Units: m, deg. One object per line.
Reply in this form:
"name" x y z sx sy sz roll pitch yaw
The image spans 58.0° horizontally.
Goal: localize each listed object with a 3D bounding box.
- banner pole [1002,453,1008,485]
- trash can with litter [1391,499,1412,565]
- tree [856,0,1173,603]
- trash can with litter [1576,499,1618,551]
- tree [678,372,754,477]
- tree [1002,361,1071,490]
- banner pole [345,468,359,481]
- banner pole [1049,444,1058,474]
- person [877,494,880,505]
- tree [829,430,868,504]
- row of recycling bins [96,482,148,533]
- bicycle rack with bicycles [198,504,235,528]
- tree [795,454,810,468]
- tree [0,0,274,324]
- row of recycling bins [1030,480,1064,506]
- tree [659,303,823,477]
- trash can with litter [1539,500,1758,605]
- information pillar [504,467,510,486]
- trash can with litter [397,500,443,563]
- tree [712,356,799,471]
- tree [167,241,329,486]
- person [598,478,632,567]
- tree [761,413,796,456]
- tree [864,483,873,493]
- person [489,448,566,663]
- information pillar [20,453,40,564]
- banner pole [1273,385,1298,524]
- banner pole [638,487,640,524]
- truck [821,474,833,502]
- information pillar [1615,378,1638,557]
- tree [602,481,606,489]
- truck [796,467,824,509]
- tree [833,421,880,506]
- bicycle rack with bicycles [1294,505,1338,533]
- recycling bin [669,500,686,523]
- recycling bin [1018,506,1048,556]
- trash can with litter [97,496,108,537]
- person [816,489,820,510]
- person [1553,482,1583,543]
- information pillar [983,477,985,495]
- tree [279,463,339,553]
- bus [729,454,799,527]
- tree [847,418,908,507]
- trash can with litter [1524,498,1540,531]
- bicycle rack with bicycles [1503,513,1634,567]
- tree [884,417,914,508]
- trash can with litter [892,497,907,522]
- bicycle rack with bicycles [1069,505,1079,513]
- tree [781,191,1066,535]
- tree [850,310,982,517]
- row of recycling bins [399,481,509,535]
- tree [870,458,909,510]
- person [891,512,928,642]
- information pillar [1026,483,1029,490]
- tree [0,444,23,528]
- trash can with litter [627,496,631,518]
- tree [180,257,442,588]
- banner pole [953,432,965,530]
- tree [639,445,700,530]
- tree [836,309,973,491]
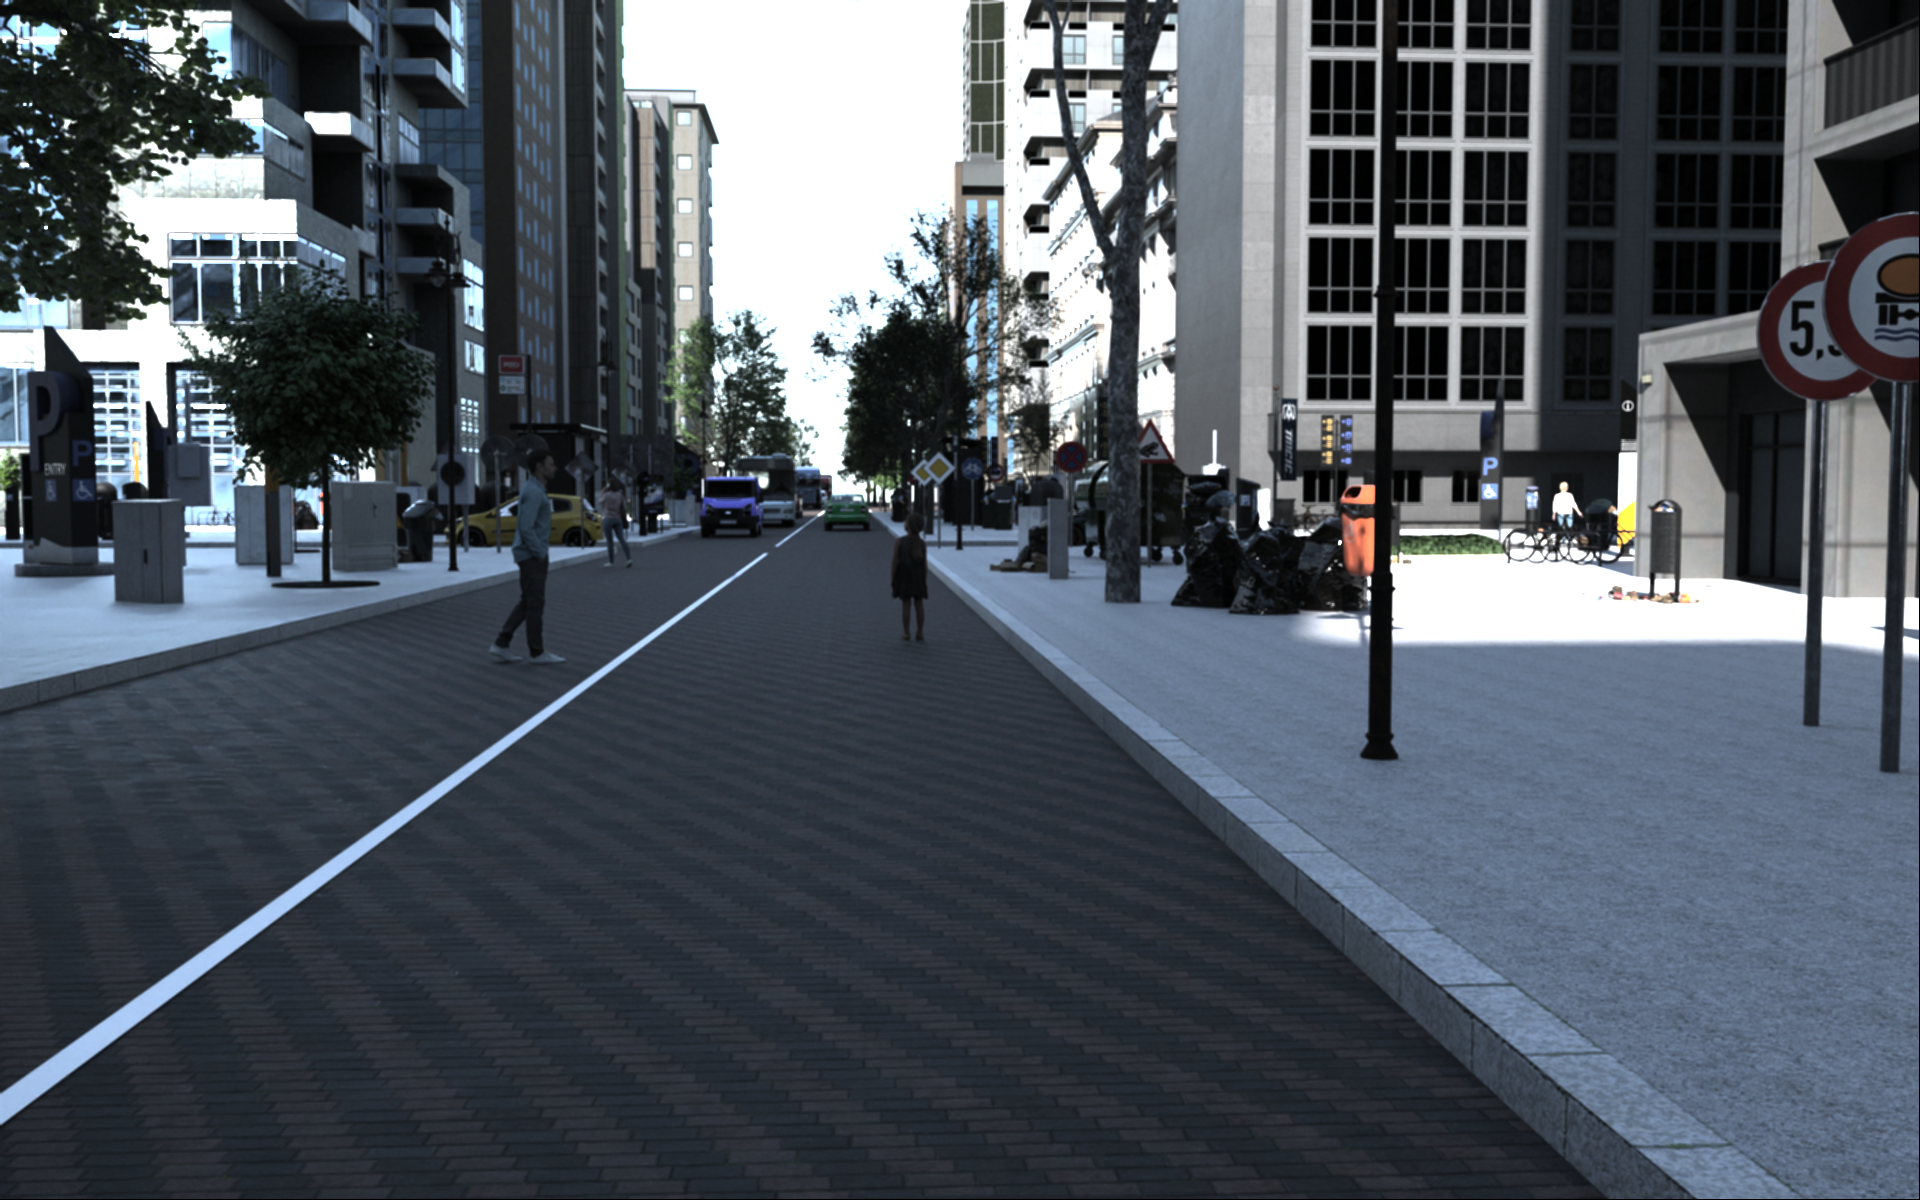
"banner pole" 2.748 -7.123 106.477 0.401 3.779 0.863 2 4 27
"trash can with litter" 7.426 -1.275 31.901 2.233 1.210 1.678 0 4 -4
"tree" 2.958 -10.102 21.057 12.611 20.169 13.585 0 3 0
"trash can with litter" 14.464 -1.711 39.362 0.624 1.170 1.055 3 5 43
"tree" -14.666 -9.362 103.429 4.360 8.622 3.978 0 3 0
"tree" 4.143 -8.956 96.799 4.360 8.622 3.978 0 3 0
"banner pole" -23.238 -4.654 66.114 0.401 3.779 0.863 2 4 28
"banner pole" 4.701 -5.942 87.167 0.401 3.779 0.863 3 5 43
"person" -9.564 -11.798 204.624 0.599 1.433 0.991 2 4 33
"tree" -12.642 -19.881 235.416 12.009 13.543 11.850 0 3 0
"row of recycling bins" -28.724 -3.071 57.326 3.534 1.692 1.069 -1 4 -9
"bicycle rack with bicycles" -27.344 -3.202 65.735 2.852 0.926 2.925 1 4 15
"tree" -25.720 -20.216 280.893 4.737 8.622 4.395 0 3 0
"tree" -8.363 -5.642 10.378 7.486 12.596 7.792 0 3 0
"row of recycling bins" 2.604 -2.755 52.154 1.069 1.692 3.534 0 4 2
"tree" -12.641 -10.280 93.830 9.928 11.665 9.643 0 3 0
"trash can with litter" 8.415 -0.608 20.995 1.678 1.210 2.233 -1 4 -11
"information pillar" -22.511 -5.799 86.176 0.183 3.616 0.504 1 4 12
"trash can with litter" -10.269 -1.295 32.565 0.624 1.170 1.055 1 4 20
"tree" -17.017 -13.716 142.381 7.486 12.596 7.792 0 3 0
"tree" -20.038 -6.079 49.760 4.737 8.622 4.395 0 3 0
"person" -6.742 -1.526 34.042 0.593 1.750 0.643 -3 5 -40
"tree" -16.402 -12.281 151.149 4.360 8.622 3.978 0 3 0
"tree" -14.759 -17.481 280.417 1.663 3.219 1.824 0 3 0
"person" -3.687 -0.378 14.706 0.620 1.820 0.660 -1 4 -21
"information pillar" -16.649 -1.631 31.157 0.304 2.012 0.304 0 4 3
"banner pole" 7.445 -3.051 39.896 0.863 3.779 0.401 -2 4 -29
"banner pole" -13.452 -5.115 73.646 0.863 3.779 0.401 -3 4 -38
"truck" -19.643 -15.866 248.315 2.839 4.237 11.283 0 4 -2
"information pillar" 13.571 -2.671 35.022 0.504 3.616 0.183 2 4 26
"tree" -22.422 -7.177 111.940 1.663 3.219 1.824 0 3 0
"truck" -15.266 -11.356 175.431 2.967 4.110 18.799 0 4 -4
"tree" -9.309 -16.767 191.151 9.611 12.733 9.660 0 3 0
"bicycle rack with bicycles" 11.442 -2.636 56.481 2.852 0.926 2.925 -3 5 -44
"recycling bin" -12.482 -3.926 76.744 0.722 1.027 0.722 -1 4 -22
"recycling bin" 1.676 -1.402 35.471 0.722 1.027 0.722 -3 5 -41
"trash can with litter" -26.050 -2.530 52.420 1.678 1.210 2.233 -2 4 -32
"person" -13.004 -9.171 158.079 0.705 1.869 1.348 -1 4 -11
"person" 15.805 -2.192 45.008 0.731 1.740 0.598 1 4 14
"information pillar" 0.937 -4.302 74.825 0.304 2.012 0.304 0 4 4
"tree" -14.618 -2.650 37.925 1.663 3.219 1.824 0 3 0
"bus" -8.784 -5.146 78.996 2.948 3.499 13.247 0 4 -5
"tree" -8.027 -15.728 175.286 7.486 12.596 7.792 0 3 0
"trash can with litter" 19.582 -2.931 58.984 1.678 1.210 2.233 0 4 -3
"bicycle rack with bicycles" 11.294 -1.132 31.892 2.852 0.926 2.925 -3 5 -42
"tree" -5.982 -12.451 153.936 4.360 8.622 3.978 0 3 0
"trash can with litter" -2.558 -4.105 78.506 1.055 1.170 0.624 1 4 20
"bicycle rack with bicycles" 4.563 -4.131 80.924 2.925 0.926 2.852 0 4 5
"tree" -1.000 -7.339 54.401 8.767 10.594 7.601 0 4 -1
"tree" -2.567 -10.489 97.258 9.928 11.665 9.643 0 3 0
"row of recycling bins" -16.086 -2.937 55.139 3.534 1.692 1.069 -3 4 -36
"tree" -5.613 -9.570 140.189 4.285 4.588 4.351 0 3 0
"person" -0.493 -0.226 16.863 0.362 1.253 0.373 -1 4 -13
"information pillar" 4.501 -6.954 118.195 0.304 2.012 0.304 2 4 25
"tree" -36.608 -4.426 66.965 1.663 3.219 1.824 0 3 0
"trash can with litter" -17.229 -4.947 92.273 1.055 1.170 0.624 2 4 30
"tree" -8.963 -2.472 24.132 4.285 4.588 4.351 0 3 0
"banner pole" -0.098 -4.389 61.778 0.401 3.779 0.863 -1 4 -22
"tree" -11.120 -4.413 66.752 1.663 3.219 1.824 0 3 0
"tree" -3.779 -12.723 114.683 9.857 13.997 8.962 0 3 0
